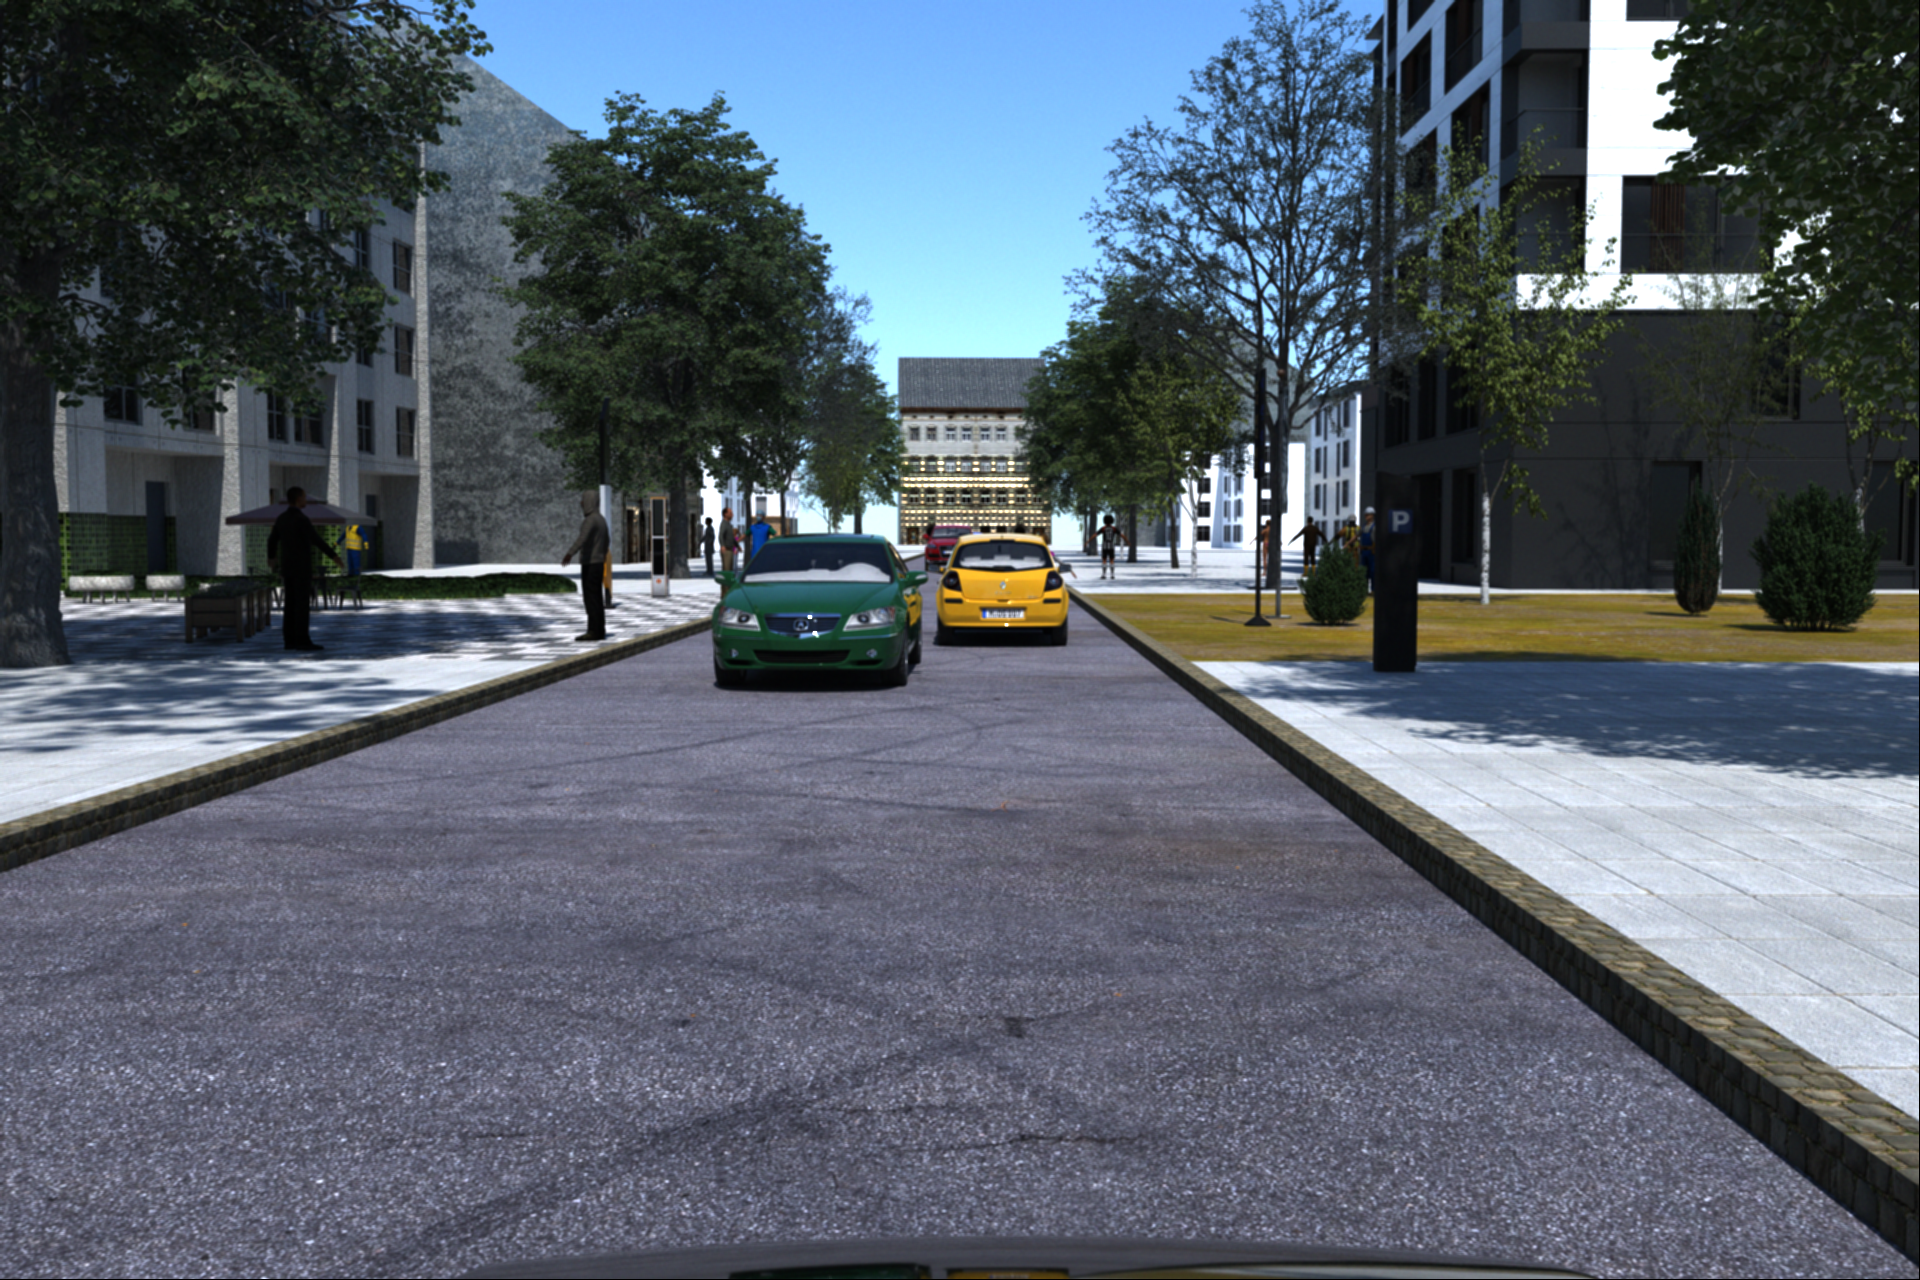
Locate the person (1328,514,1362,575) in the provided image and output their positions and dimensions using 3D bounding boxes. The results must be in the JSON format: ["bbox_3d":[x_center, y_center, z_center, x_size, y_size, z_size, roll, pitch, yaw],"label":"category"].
[{"bbox_3d":[11.075,-2.641,48.956,1.354,1.858,0.705,1,4,10],"label":"person"}]

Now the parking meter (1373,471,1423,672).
[{"bbox_3d":[4.080,-0.638,16.143,0.399,1.863,0.255,0,4,1],"label":"parking meter"}]

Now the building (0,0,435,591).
[{"bbox_3d":[-28.066,-11.070,47.459,16.747,18.905,31.486,0,4,2],"label":"building"}]

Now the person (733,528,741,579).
[{"bbox_3d":[-5.777,-2.121,43.940,0.599,1.433,0.991,-1,4,-19],"label":"person"}]

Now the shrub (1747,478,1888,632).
[{"bbox_3d":[11.281,-1.127,22.846,1.690,2.028,1.600,0,3,0],"label":"shrub"}]

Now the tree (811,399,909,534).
[{"bbox_3d":[-7.276,-12.131,124.098,9.928,11.665,9.643,0,3,0],"label":"tree"}]

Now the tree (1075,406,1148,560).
[{"bbox_3d":[7.959,-8.320,86.387,4.737,8.622,4.395,0,3,0],"label":"tree"}]

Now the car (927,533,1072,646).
[{"bbox_3d":[0.550,-0.822,23.666,2.015,1.641,3.980,0,4,0],"label":"car"}]

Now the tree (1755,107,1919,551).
[{"bbox_3d":[15.457,-4.833,29.387,4.737,8.622,4.395,0,3,0],"label":"tree"}]

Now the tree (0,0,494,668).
[{"bbox_3d":[-9.174,-6.717,16.472,9.857,13.997,8.962,0,3,0],"label":"tree"}]

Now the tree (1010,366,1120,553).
[{"bbox_3d":[8.528,-12.557,115.671,12.009,13.543,11.850,0,3,0],"label":"tree"}]

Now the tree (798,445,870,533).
[{"bbox_3d":[-15.980,-18.346,210.320,12.009,13.543,11.850,0,3,0],"label":"tree"}]

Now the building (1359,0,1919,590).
[{"bbox_3d":[26.914,-12.930,55.382,27.936,21.610,32.646,0,4,1],"label":"building"}]

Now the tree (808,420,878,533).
[{"bbox_3d":[-7.101,-9.318,102.709,4.737,8.622,4.395,0,3,0],"label":"tree"}]

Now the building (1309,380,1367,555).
[{"bbox_3d":[26.011,-9.310,94.368,9.099,9.664,28.070,0,4,1],"label":"building"}]

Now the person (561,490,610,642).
[{"bbox_3d":[-4.445,-0.898,20.811,0.705,1.813,1.348,0,4,7],"label":"person"}]

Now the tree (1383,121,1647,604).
[{"bbox_3d":[9.825,-4.956,31.390,4.737,8.622,4.395,0,3,0],"label":"tree"}]

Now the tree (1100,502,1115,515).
[{"bbox_3d":[20.830,-17.144,214.721,7.601,10.594,8.767,0,4,4],"label":"tree"}]

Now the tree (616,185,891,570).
[{"bbox_3d":[-7.449,-9.221,61.134,12.009,13.543,11.850,0,3,0],"label":"tree"}]

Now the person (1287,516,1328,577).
[{"bbox_3d":[10.438,-2.790,51.761,1.346,1.812,0.704,-1,4,-14],"label":"person"}]

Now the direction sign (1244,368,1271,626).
[{"bbox_3d":[4.164,-1.964,24.110,0.379,3.537,0.876,0,4,1],"label":"direction sign"}]

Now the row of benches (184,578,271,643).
[{"bbox_3d":[-9.383,-0.420,22.332,1.422,0.672,4.104,-1,4,-17],"label":"row of benches"}]

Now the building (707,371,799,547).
[{"bbox_3d":[-22.694,-19.507,175.364,16.016,20.090,11.380,0,4,1],"label":"building"}]

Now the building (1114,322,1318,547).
[{"bbox_3d":[26.500,-21.599,184.078,19.493,23.208,18.063,0,4,1],"label":"building"}]

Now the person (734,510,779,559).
[{"bbox_3d":[-4.427,-1.968,38.305,1.347,1.817,0.704,1,4,15],"label":"person"}]

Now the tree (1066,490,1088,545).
[{"bbox_3d":[14.572,-15.851,209.529,4.737,8.622,4.395,0,3,0],"label":"tree"}]

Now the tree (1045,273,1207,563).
[{"bbox_3d":[7.573,-9.675,76.305,7.486,12.596,7.792,0,3,0],"label":"tree"}]

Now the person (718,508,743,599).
[{"bbox_3d":[-4.531,-1.690,33.909,0.705,1.796,1.348,0,4,7],"label":"person"}]

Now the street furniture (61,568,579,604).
[{"bbox_3d":[-12.795,-1.193,35.128,10.072,0.657,5.734,-1,4,-16],"label":"street furniture"}]

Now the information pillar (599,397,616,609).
[{"bbox_3d":[-6.024,-2.330,29.449,0.183,3.616,0.504,0,4,1],"label":"information pillar"}]

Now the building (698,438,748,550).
[{"bbox_3d":[-23.508,-13.049,155.491,9.099,9.664,28.070,0,4,2],"label":"building"}]

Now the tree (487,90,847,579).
[{"bbox_3d":[-8.113,-8.701,48.911,9.857,13.997,8.962,0,3,0],"label":"tree"}]

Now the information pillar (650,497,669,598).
[{"bbox_3d":[-6.044,-1.860,34.899,0.304,2.012,0.304,0,4,3],"label":"information pillar"}]

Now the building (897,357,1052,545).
[{"bbox_3d":[1.429,-23.303,214.387,18.063,23.208,19.493,0,4,-3],"label":"building"}]

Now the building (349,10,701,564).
[{"bbox_3d":[-23.203,-15.352,81.929,19.493,23.208,18.063,0,4,2],"label":"building"}]

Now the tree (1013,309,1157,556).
[{"bbox_3d":[7.737,-11.817,99.867,9.857,13.997,8.962,0,3,0],"label":"tree"}]

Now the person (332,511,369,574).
[{"bbox_3d":[-14.548,-2.172,41.477,1.349,1.833,0.705,2,4,35],"label":"person"}]

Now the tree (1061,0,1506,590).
[{"bbox_3d":[7.309,-7.903,39.585,12.009,13.543,11.850,0,3,0],"label":"tree"}]

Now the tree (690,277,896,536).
[{"bbox_3d":[-7.963,-10.248,77.926,12.009,13.543,11.850,0,3,0],"label":"tree"}]

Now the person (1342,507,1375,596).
[{"bbox_3d":[8.558,-1.861,36.282,0.705,1.847,1.347,-2,4,-33],"label":"person"}]

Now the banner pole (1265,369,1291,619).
[{"bbox_3d":[4.865,-2.209,26.129,0.401,3.779,0.863,0,4,-1],"label":"banner pole"}]

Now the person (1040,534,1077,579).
[{"bbox_3d":[1.289,-0.882,26.152,0.991,1.433,0.599,2,4,26],"label":"person"}]

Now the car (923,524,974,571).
[{"bbox_3d":[-0.298,-3.651,68.361,2.281,1.827,5.304,0,4,1],"label":"car"}]

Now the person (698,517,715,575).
[{"bbox_3d":[-7.839,-2.918,53.892,0.705,1.806,1.347,-2,4,-26],"label":"person"}]

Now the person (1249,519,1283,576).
[{"bbox_3d":[9.427,-2.844,53.295,1.217,1.733,0.721,-2,4,-24],"label":"person"}]

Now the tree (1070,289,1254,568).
[{"bbox_3d":[7.717,-7.955,64.469,7.601,10.594,8.767,1,4,18],"label":"tree"}]

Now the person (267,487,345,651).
[{"bbox_3d":[-7.306,-0.791,19.162,1.346,1.802,0.704,3,4,36],"label":"person"}]

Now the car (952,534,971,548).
[{"bbox_3d":[0.774,-2.977,60.470,2.131,1.459,4.920,0,4,1],"label":"car"}]

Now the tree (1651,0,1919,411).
[{"bbox_3d":[6.526,-5.533,8.598,7.486,12.596,7.792,0,3,0],"label":"tree"}]

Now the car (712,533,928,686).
[{"bbox_3d":[-1.368,-0.371,17.872,2.131,1.459,4.920,0,4,1],"label":"car"}]

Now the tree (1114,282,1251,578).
[{"bbox_3d":[6.799,-6.143,50.800,4.737,8.622,4.395,0,3,0],"label":"tree"}]

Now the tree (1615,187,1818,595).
[{"bbox_3d":[16.227,-5.283,36.734,4.360,8.622,3.978,0,3,0],"label":"tree"}]

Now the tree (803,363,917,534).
[{"bbox_3d":[-6.707,-12.047,115.088,7.486,12.596,7.792,0,3,0],"label":"tree"}]

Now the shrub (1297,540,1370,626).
[{"bbox_3d":[5.225,-0.802,24.230,1.383,1.207,1.383,0,3,0],"label":"shrub"}]

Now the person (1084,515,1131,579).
[{"bbox_3d":[4.215,-2.639,49.283,1.345,1.843,0.704,0,4,-4],"label":"person"}]

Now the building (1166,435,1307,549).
[{"bbox_3d":[24.909,-13.334,160.165,9.099,9.664,28.070,0,4,1],"label":"building"}]

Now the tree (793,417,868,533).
[{"bbox_3d":[-6.665,-8.889,95.697,4.360,8.622,3.978,0,3,0],"label":"tree"}]
